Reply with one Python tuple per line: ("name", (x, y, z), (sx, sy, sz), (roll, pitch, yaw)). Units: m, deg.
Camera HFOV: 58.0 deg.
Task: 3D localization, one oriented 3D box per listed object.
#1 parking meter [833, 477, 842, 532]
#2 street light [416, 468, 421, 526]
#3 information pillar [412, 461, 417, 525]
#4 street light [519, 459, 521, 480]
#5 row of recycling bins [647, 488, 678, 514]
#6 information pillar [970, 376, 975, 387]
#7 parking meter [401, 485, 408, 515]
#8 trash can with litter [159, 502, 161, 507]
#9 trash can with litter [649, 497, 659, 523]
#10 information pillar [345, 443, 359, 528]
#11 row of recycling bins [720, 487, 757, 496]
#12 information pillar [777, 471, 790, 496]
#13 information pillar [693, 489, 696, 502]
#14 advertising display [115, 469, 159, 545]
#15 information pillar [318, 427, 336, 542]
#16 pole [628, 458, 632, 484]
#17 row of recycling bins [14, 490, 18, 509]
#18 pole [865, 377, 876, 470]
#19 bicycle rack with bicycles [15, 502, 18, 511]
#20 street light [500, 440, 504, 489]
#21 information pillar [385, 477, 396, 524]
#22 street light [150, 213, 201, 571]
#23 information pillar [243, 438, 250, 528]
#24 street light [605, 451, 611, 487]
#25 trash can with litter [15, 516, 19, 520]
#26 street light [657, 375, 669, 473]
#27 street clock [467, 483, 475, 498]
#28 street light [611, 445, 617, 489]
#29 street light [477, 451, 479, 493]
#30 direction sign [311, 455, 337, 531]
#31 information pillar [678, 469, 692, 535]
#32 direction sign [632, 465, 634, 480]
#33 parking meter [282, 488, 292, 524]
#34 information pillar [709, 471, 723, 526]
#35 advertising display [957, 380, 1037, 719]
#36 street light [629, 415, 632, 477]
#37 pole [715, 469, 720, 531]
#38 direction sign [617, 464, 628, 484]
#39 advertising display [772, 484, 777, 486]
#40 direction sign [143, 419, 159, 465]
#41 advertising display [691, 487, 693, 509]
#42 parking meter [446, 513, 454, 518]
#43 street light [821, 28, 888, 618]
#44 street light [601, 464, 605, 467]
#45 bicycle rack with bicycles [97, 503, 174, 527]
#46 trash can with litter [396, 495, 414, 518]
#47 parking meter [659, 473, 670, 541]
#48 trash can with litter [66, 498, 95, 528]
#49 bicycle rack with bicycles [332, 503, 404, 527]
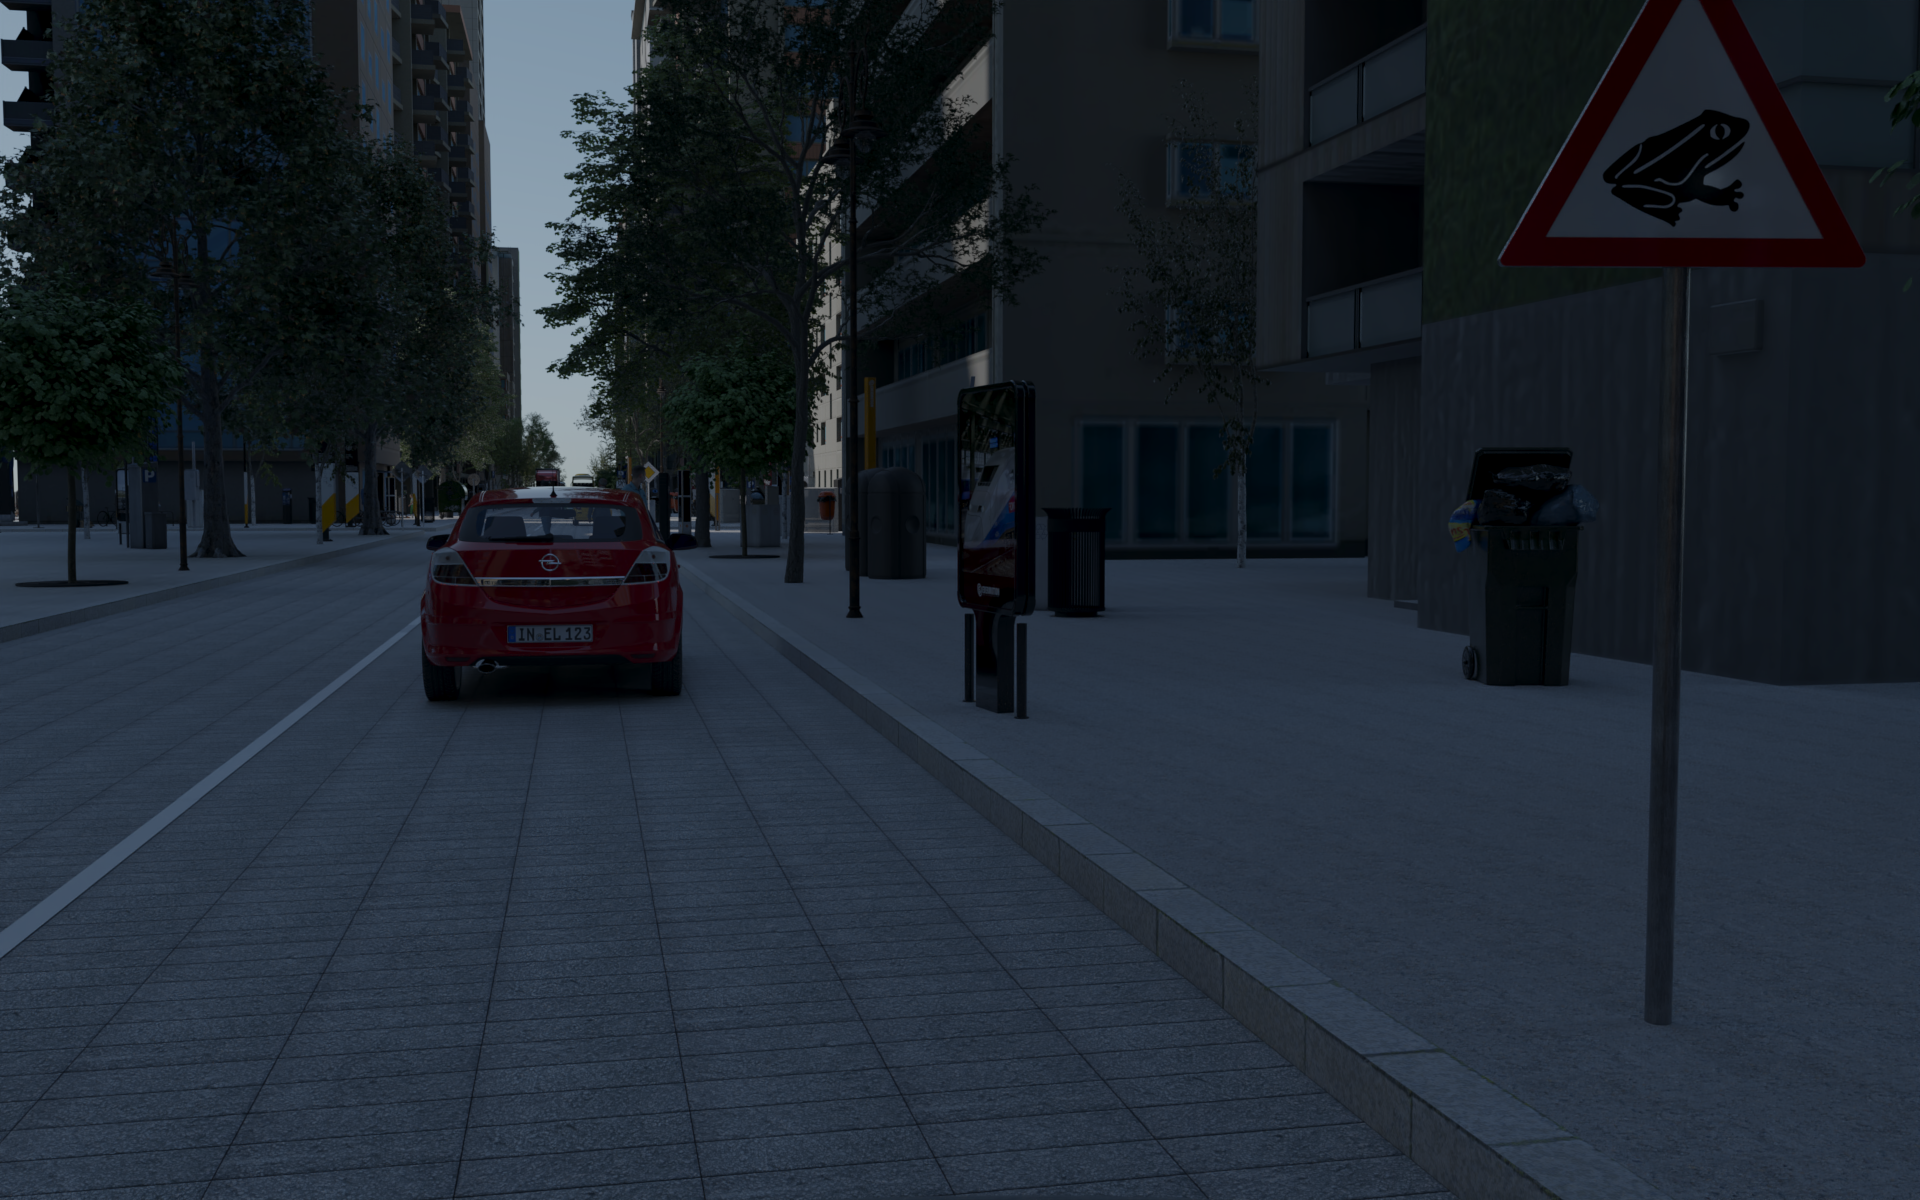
("parking meter", (-4.138, -3.286, 59.434), (0.399, 1.863, 0.255), (-3, 5, -40))
("street light", (-21.516, -5.863, 68.652), (0.468, 5.910, 1.993), (-1, 4, -12))
("information pillar", (-22.539, -4.909, 71.609), (0.183, 3.616, 0.504), (0, 4, -6))
("street light", (-47.077, -12.993, 185.227), (0.468, 5.910, 1.993), (-1, 4, -12))
("row of recycling bins", (-19.738, -6.525, 113.801), (3.534, 1.692, 1.069), (-2, 4, -29))
("information pillar", (0.242, -2.625, 34.272), (0.183, 3.616, 0.504), (0, 4, 6))
("parking meter", (-34.127, -6.154, 106.336), (0.255, 1.863, 0.399), (-3, 5, -43))
("trash can with litter", (-30.840, -3.343, 66.044), (0.624, 1.170, 1.055), (-1, 4, -22))
("trash can with litter", (-13.733, -4.059, 77.747), (0.624, 1.170, 1.055), (-1, 4, -9))
("information pillar", (-23.336, -4.591, 66.415), (0.504, 3.616, 0.183), (-2, 4, -29))
("row of recycling bins", (-13.723, -6.167, 107.943), (3.534, 1.692, 1.069), (2, 4, 34))
("information pillar", (-5.709, -3.150, 56.002), (0.304, 2.012, 0.304), (3, 5, 44))
("information pillar", (-15.688, -6.843, 103.237), (0.504, 3.616, 0.183), (0, 4, 4))
("advertising display", (-20.906, -2.374, 44.028), (0.974, 1.923, 0.123), (-1, 4, -13))
("information pillar", (-17.096, -3.387, 46.738), (0.504, 3.616, 0.183), (1, 4, 18))
("pole", (-18.419, -6.285, 96.600), (0.158, 3.312, 0.155), (0, 3, 0))
("row of recycling bins", (-69.614, -7.376, 127.715), (3.534, 1.692, 1.069), (-1, 4, -12))
("pole", (-1.572, -2.236, 30.396), (0.158, 3.312, 0.155), (0, 3, 0))
("bicycle rack with bicycles", (-61.916, -5.953, 110.717), (2.925, 0.926, 2.852), (1, 4, 14))
("street light", (-37.753, -10.393, 142.707), (0.468, 5.910, 1.993), (-1, 4, -12))
("information pillar", (-24.223, -4.232, 73.692), (0.304, 2.012, 0.304), (-3, 5, -43))
("street light", (-13.007, -3.429, 28.852), (0.468, 5.910, 1.993), (-1, 4, -12))
("information pillar", (-27.116, -4.550, 65.740), (0.183, 3.616, 0.504), (-1, 4, -19))
("street light", (-35.118, -12.317, 174.175), (0.468, 5.910, 1.993), (-1, 4, -12))
("trash can with litter", (-46.883, -4.583, 85.992), (1.678, 1.210, 2.233), (0, 4, -2))
("street light", (-10.531, -5.404, 61.136), (0.468, 5.910, 1.993), (-1, 4, -12))
("street clock", (-30.530, -6.336, 108.162), (0.471, 2.002, 0.358), (1, 4, 19))
("street light", (-28.160, -10.353, 142.051), (0.468, 5.910, 1.993), (-1, 4, -12))
("street light", (-31.013, -8.481, 111.444), (0.468, 5.910, 1.993), (-1, 4, -12))
("direction sign", (-21.912, -4.141, 59.710), (0.876, 3.537, 0.379), (-2, 4, -34))
("information pillar", (-8.151, -2.861, 51.272), (0.304, 2.012, 0.304), (-2, 4, -34))
("direction sign", (-25.603, -8.797, 135.821), (0.379, 3.537, 0.876), (0, 4, -2))
("parking meter", (-28.679, -4.001, 73.834), (0.372, 1.533, 0.369), (0, 3, 0))
("information pillar", (-9.860, -4.773, 69.396), (0.183, 3.616, 0.504), (3, 4, 37))
("advertising display", (0.206, -0.308, 10.244), (0.123, 1.923, 0.974), (-1, 4, -20))
("street light", (-18.828, -7.723, 99.063), (0.468, 5.910, 1.993), (-1, 4, -12))
("pole", (-8.443, -4.062, 60.260), (0.158, 3.312, 0.155), (0, 3, 0))
("direction sign", (-25.327, -8.432, 129.868), (0.876, 3.537, 0.379), (-3, 4, -39))
("advertising display", (-11.757, -6.457, 110.785), (0.974, 1.923, 0.123), (2, 4, 31))
("direction sign", (-21.875, -3.340, 46.601), (0.876, 3.537, 0.379), (2, 4, 24))
("advertising display", (-17.286, -6.480, 111.158), (0.123, 1.923, 0.974), (1, 4, 19))
("parking meter", (-27.547, -5.204, 93.491), (0.372, 1.533, 0.369), (0, 3, 0))
("street light", (-1.094, -2.754, 17.810), (0.468, 5.910, 1.993), (-1, 4, -12))
("street light", (-44.514, -14.948, 217.194), (0.468, 5.910, 1.993), (-1, 4, -12))
("bicycle rack with bicycles", (-32.878, -3.399, 68.953), (2.852, 0.926, 2.925), (3, 4, 37))
("trash can with litter", (-29.644, -4.922, 91.540), (2.233, 1.210, 1.678), (2, 4, 32))
("parking meter", (-8.076, -2.546, 47.343), (0.255, 1.863, 0.399), (0, 4, 0))
("trash can with litter", (-33.161, -3.300, 65.342), (1.055, 1.170, 0.624), (1, 4, 13))
("bicycle rack with bicycles", (-23.306, -3.356, 68.254), (2.925, 0.926, 2.852), (-2, 4, -30))
